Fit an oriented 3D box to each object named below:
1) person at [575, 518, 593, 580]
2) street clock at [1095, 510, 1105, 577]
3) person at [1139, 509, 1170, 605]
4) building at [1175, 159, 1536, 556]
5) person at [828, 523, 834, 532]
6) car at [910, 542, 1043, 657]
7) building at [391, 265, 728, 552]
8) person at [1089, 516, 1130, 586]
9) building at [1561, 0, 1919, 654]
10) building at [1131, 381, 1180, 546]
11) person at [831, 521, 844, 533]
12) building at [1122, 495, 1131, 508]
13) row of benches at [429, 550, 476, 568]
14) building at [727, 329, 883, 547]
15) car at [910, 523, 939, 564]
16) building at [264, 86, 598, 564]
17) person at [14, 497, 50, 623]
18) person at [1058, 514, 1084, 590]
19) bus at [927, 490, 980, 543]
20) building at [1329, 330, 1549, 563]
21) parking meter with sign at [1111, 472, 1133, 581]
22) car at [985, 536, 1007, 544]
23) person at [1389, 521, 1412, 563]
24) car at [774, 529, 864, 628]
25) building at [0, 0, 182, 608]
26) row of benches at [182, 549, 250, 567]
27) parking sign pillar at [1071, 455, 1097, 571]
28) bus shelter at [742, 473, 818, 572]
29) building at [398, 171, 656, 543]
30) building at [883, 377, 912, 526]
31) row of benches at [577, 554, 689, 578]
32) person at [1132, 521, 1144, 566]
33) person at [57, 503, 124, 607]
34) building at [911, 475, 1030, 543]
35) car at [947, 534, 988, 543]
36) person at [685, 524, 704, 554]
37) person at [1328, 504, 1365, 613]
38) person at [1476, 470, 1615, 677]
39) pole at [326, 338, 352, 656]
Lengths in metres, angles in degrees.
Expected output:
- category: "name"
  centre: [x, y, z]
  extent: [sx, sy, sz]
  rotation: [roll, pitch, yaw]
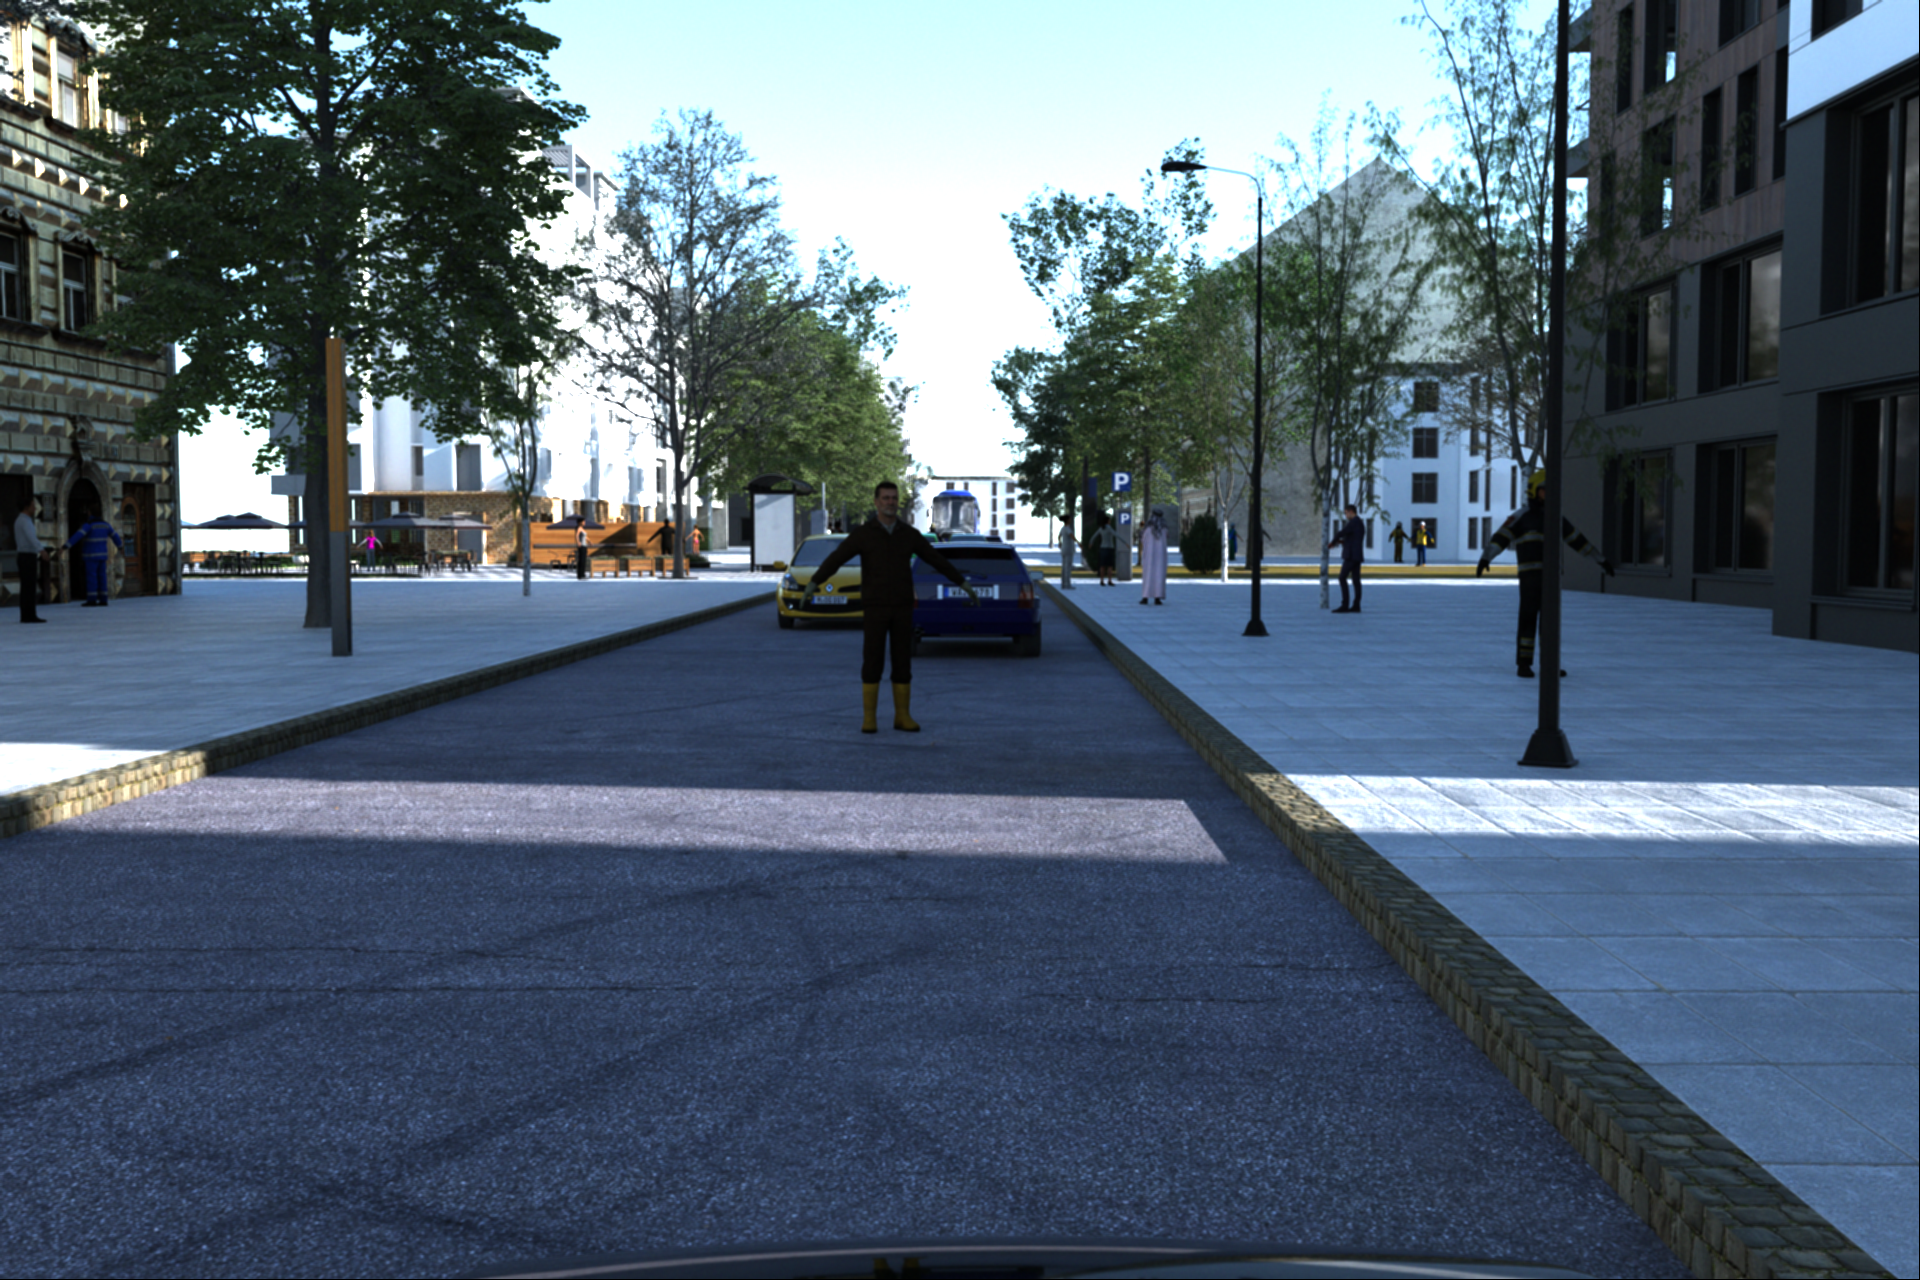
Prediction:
- category: "person"
  centre: [-10.531, -2.554, 48.573]
  extent: [0.721, 1.737, 1.217]
  rotation: [0, 4, 5]
- category: "street clock"
  centre: [4.212, -2.889, 51.807]
  extent: [0.358, 2.002, 0.471]
  rotation: [0, 3, 0]
- category: "person"
  centre: [3.563, -1.521, 31.578]
  extent: [0.551, 1.740, 0.621]
  rotation: [-1, 4, -16]
- category: "building"
  centre: [24.408, -17.093, 110.400]
  extent: [19.493, 23.208, 18.063]
  rotation: [0, 4, 1]
- category: "person"
  centre: [-6.470, -4.928, 86.515]
  extent: [1.347, 1.837, 0.705]
  rotation: [-1, 4, -11]
- category: "car"
  centre: [0.092, -0.551, 21.591]
  extent: [1.945, 1.354, 3.894]
  rotation: [0, 3, 0]
- category: "building"
  centre: [-27.650, -15.781, 124.484]
  extent: [16.747, 18.905, 31.486]
  rotation: [0, 4, 2]
- category: "person"
  centre: [3.679, -2.204, 42.874]
  extent: [1.217, 1.735, 0.721]
  rotation: [3, 5, 40]
- category: "building"
  centre: [24.225, -10.971, 23.354]
  extent: [27.936, 21.610, 32.646]
  rotation: [0, 4, 1]
- category: "building"
  centre: [28.929, -22.066, 191.714]
  extent: [19.493, 23.208, 18.063]
  rotation: [0, 4, 1]
- category: "person"
  centre: [-5.189, -4.145, 73.916]
  extent: [1.345, 1.843, 0.704]
  rotation: [2, 4, 31]
- category: "building"
  centre: [25.417, -16.915, 218.706]
  extent: [9.099, 9.664, 28.070]
  rotation: [0, 4, 1]
- category: "row of benches"
  centre: [-19.539, -3.131, 66.649]
  extent: [1.422, 0.672, 4.104]
  rotation: [0, 4, 1]
- category: "building"
  centre: [-23.154, -21.115, 189.202]
  extent: [27.936, 21.610, 32.646]
  rotation: [0, 4, 1]
- category: "car"
  centre: [-1.375, -2.772, 54.123]
  extent: [1.959, 1.807, 4.718]
  rotation: [0, 4, 1]
- category: "building"
  centre: [-23.527, -13.350, 74.687]
  extent: [16.016, 20.090, 11.380]
  rotation: [0, 4, 1]
- category: "person"
  centre: [-13.477, -1.158, 25.097]
  extent: [0.704, 1.810, 1.344]
  rotation: [-3, 5, -40]
- category: "person"
  centre: [2.555, -2.045, 40.200]
  extent: [0.721, 1.739, 1.217]
  rotation: [-1, 4, -21]
- category: "bus"
  centre: [-0.199, -6.642, 100.138]
  extent: [2.896, 3.916, 12.251]
  rotation: [0, 4, 1]
- category: "building"
  centre: [25.245, -8.749, 85.186]
  extent: [9.099, 9.664, 28.070]
  rotation: [0, 4, 1]
- category: "parking meter with sign"
  centre: [4.517, -3.160, 47.927]
  extent: [0.543, 3.016, 1.738]
  rotation: [0, 4, 1]
- category: "car"
  centre: [1.549, -4.849, 91.865]
  extent: [1.945, 1.354, 3.894]
  rotation: [0, 3, 0]
- category: "person"
  centre: [19.806, -4.425, 78.118]
  extent: [0.705, 1.858, 1.354]
  rotation: [-2, 4, -33]
- category: "car"
  centre: [-1.887, -1.060, 27.549]
  extent: [2.015, 1.641, 3.980]
  rotation: [0, 4, 1]
- category: "building"
  centre: [-25.850, -11.996, 27.068]
  extent: [19.493, 23.208, 18.063]
  rotation: [0, 4, 1]
- category: "row of benches"
  centre: [-29.763, -3.275, 69.004]
  extent: [1.422, 0.672, 4.104]
  rotation: [1, 4, 11]
- category: "parking sign pillar"
  centre: [4.445, -4.372, 59.947]
  extent: [1.447, 3.967, 1.447]
  rotation: [0, 4, 0]
- category: "bus shelter"
  centre: [-6.234, -4.080, 60.630]
  extent: [2.014, 3.302, 5.546]
  rotation: [0, 4, 1]
- category: "building"
  centre: [-23.589, -14.399, 91.845]
  extent: [16.016, 20.090, 11.380]
  rotation: [0, 4, 1]
- category: "building"
  centre: [-20.725, -23.162, 222.672]
  extent: [27.936, 21.610, 32.646]
  rotation: [0, 4, 1]
- category: "row of benches"
  centre: [-9.677, -2.225, 51.835]
  extent: [1.422, 0.672, 4.104]
  rotation: [3, 4, 36]
- category: "person"
  centre: [7.387, -3.928, 70.501]
  extent: [1.348, 1.796, 0.705]
  rotation: [-2, 4, -29]
- category: "person"
  centre: [-15.380, -1.516, 30.768]
  extent: [0.704, 1.831, 1.345]
  rotation: [1, 4, 23]
- category: "building"
  centre: [-4.035, -18.448, 246.231]
  extent: [28.070, 9.664, 9.099]
  rotation: [0, 4, 4]
- category: "car"
  centre: [0.262, -3.076, 62.085]
  extent: [2.131, 1.459, 4.920]
  rotation: [0, 4, 0]
- category: "person"
  centre: [-12.441, -4.547, 81.149]
  extent: [0.721, 1.733, 1.217]
  rotation: [3, 4, 38]
- category: "person"
  centre: [6.307, -1.338, 28.372]
  extent: [0.568, 1.767, 0.683]
  rotation: [2, 4, 32]
- category: "person"
  centre: [5.222, -0.599, 15.560]
  extent: [1.351, 1.858, 0.704]
  rotation: [-1, 4, -13]
- category: "pole"
  centre: [-6.498, -1.485, 18.122]
  extent: [0.158, 3.312, 0.155]
  rotation: [0, 3, 0]
